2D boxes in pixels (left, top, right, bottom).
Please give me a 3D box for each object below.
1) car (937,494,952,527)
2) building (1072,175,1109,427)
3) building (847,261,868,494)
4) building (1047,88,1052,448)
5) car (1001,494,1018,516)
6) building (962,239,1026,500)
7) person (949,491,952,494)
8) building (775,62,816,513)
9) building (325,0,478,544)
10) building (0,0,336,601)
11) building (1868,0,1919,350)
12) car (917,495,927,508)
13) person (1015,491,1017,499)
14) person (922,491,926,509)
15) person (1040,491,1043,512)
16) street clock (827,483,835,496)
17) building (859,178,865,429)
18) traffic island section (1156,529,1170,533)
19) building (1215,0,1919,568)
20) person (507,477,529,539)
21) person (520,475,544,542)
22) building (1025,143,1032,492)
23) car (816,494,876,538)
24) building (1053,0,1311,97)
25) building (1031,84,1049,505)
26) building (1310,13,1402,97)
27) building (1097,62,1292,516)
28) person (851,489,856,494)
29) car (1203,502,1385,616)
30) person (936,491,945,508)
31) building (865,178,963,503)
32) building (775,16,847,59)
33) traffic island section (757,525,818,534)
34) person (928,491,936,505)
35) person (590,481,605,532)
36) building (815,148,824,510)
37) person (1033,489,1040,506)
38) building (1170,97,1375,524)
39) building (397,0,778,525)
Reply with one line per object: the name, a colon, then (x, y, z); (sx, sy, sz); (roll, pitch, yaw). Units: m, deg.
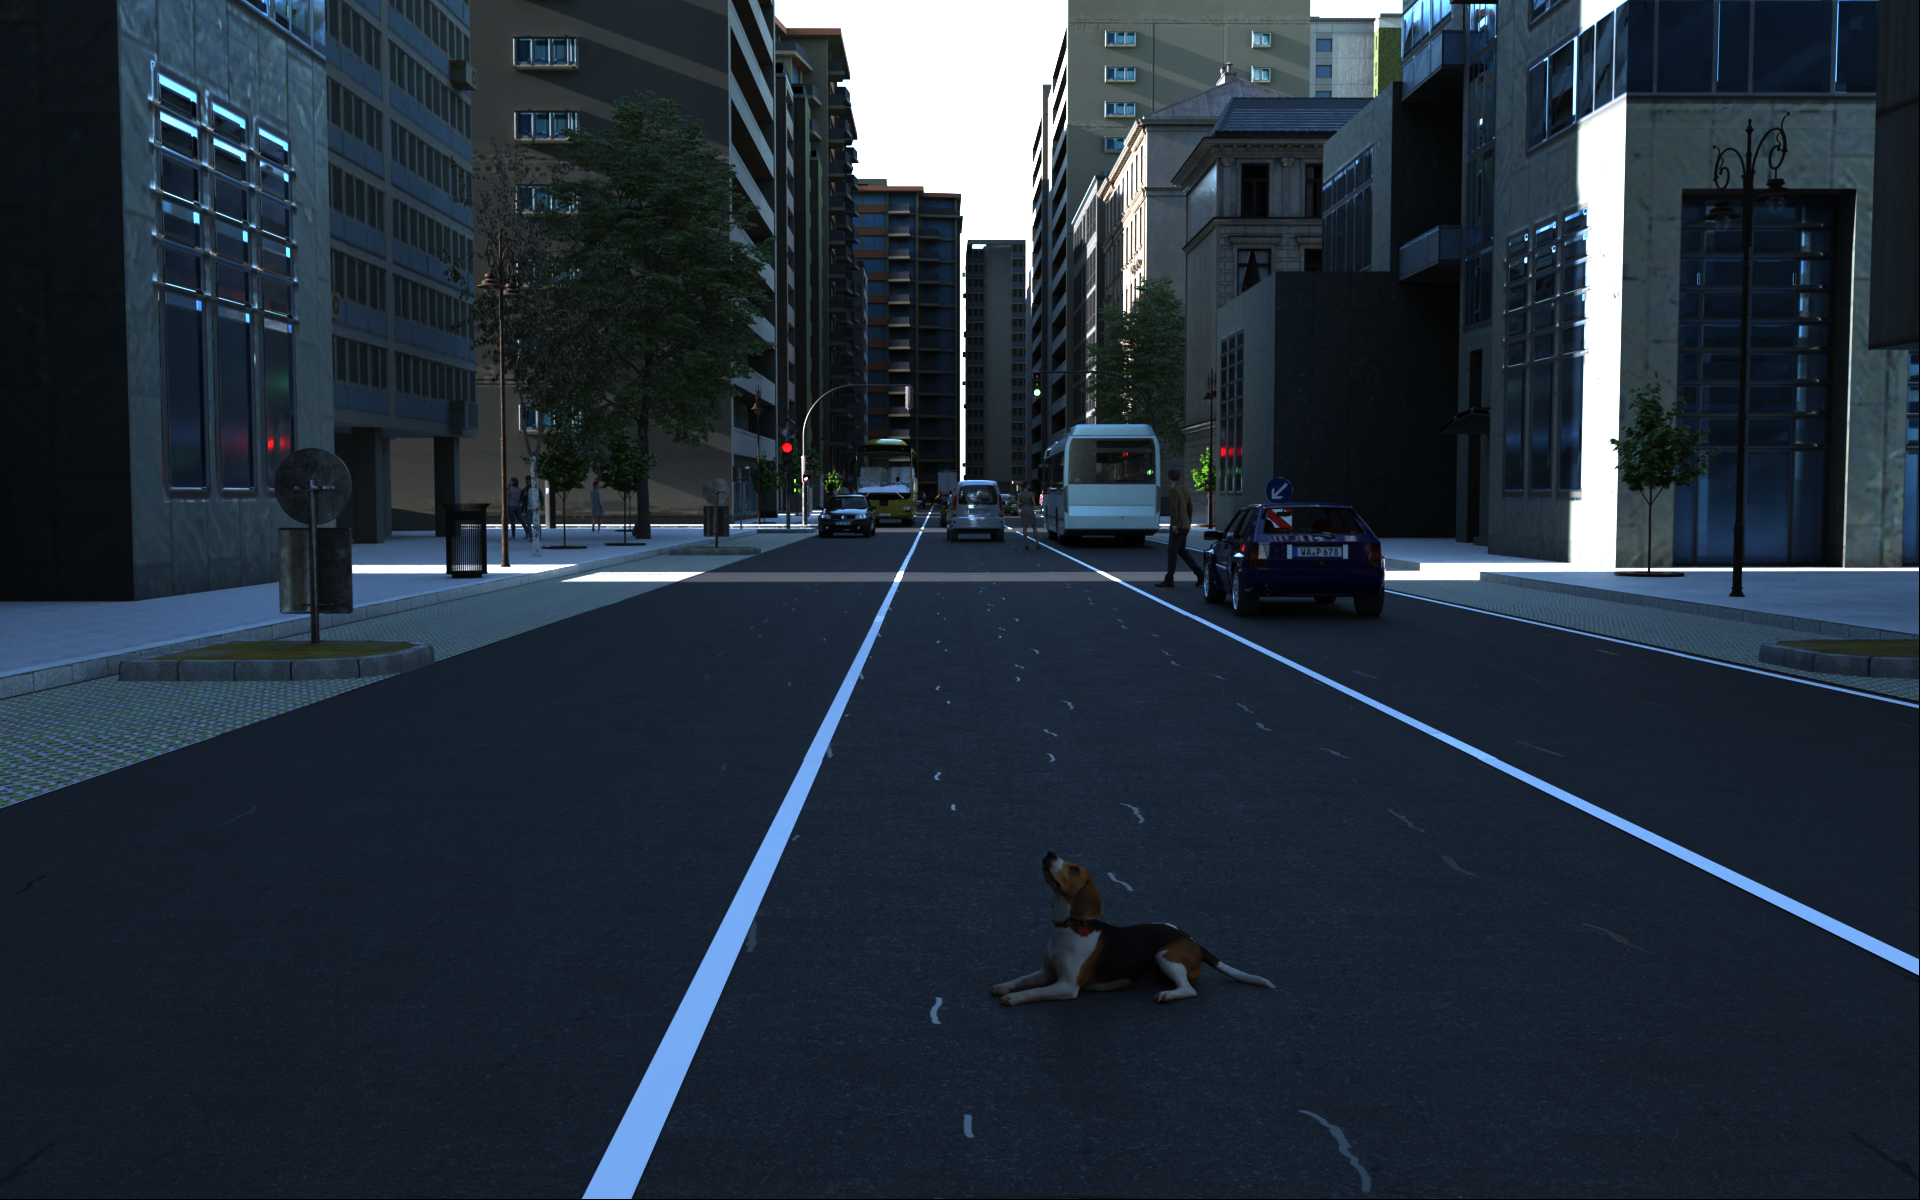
car: (0.063, -3.945, 76.292); (2.131, 1.459, 4.920); (0, 4, -2)
building: (16.676, -20.907, 135.339); (14.314, 27.812, 24.014); (0, 4, -1)
building: (-18.498, -27.115, 215.035); (14.107, 30.474, 14.160); (0, 4, -1)
building: (16.397, -32.356, 179.129); (14.600, 45.320, 14.200); (0, 4, -1)
car: (2.836, -6.231, 113.670); (2.131, 1.459, 4.920); (0, 4, -1)
building: (12.403, -33.976, 247.396); (23.993, 40.220, 32.217); (0, 4, -1)
person: (-0.930, -8.789, 152.881); (0.721, 1.739, 1.217); (1, 4, 16)
building: (-17.536, -21.090, 116.517); (14.160, 30.474, 14.107); (0, 4, -1)
building: (-26.295, -21.631, 45.541); (23.993, 40.220, 32.217); (0, 4, -1)
building: (-18.930, -42.618, 9.476); (22.319, 86.520, 31.000); (0, 4, -1)
building: (16.364, -20.196, 13.802); (14.154, 41.232, 14.086); (0, 4, -1)
car: (-4.263, -9.671, 170.693); (1.945, 1.354, 3.894); (0, 4, -2)
person: (7.303, -13.195, 222.503); (0.721, 1.735, 1.217); (1, 4, 20)
person: (-3.461, -9.450, 163.942); (0.436, 1.711, 0.756); (1, 4, 8)
person: (6.068, -7.111, 125.595); (0.563, 1.720, 0.643); (0, 4, 3)
street clock: (-8.672, -6.831, 116.260); (0.471, 2.002, 0.358); (2, 4, 29)
building: (-22.449, -32.749, 190.071); (22.147, 44.769, 28.867); (0, 4, -1)
traffic island section: (7.173, -2.564, 64.209); (2.009, 0.180, 2.903); (0, 4, -1)
building: (20.330, -44.666, 42.956); (22.319, 86.520, 31.000); (0, 4, -1)
person: (-12.517, -2.592, 49.017); (0.643, 1.750, 0.593); (2, 4, 29)
person: (-11.491, -2.453, 46.495); (0.623, 1.781, 0.721); (-1, 4, -19)
building: (15.397, -34.541, 214.852); (14.600, 45.320, 14.200); (0, 4, -1)
car: (-3.787, -2.970, 58.345); (2.009, 1.686, 4.222); (0, 4, 1)
building: (19.826, -32.875, 161.204); (21.300, 48.544, 21.600); (0, 4, -1)
building: (19.346, -35.060, 196.934); (21.300, 48.544, 21.600); (0, 4, -1)
building: (50.175, -40.972, 211.891); (28.212, 58.520, 21.231); (0, 4, -1)
building: (16.046, -19.178, 110.830); (12.463, 27.353, 25.104); (0, 4, -1)
person: (-7.382, -6.910, 121.667); (0.473, 1.802, 0.592); (-2, 4, -29)
car: (4.091, -0.555, 21.657); (1.945, 1.354, 3.894); (0, 4, 0)
person: (-2.020, -10.278, 177.262); (1.217, 1.743, 0.721); (3, 5, 40)
building: (-14.087, -35.984, 242.966); (28.867, 44.769, 22.147); (0, 4, -1)
building: (-21.459, -30.987, 161.268); (22.147, 44.769, 28.867); (0, 4, -1)
traffic island section: (-6.367, -2.555, 64.049); (2.009, 0.180, 2.903); (0, 4, -1)
person: (-3.563, -13.125, 223.234); (1.348, 1.807, 0.705); (-3, 5, -41)
person: (-12.198, -3.143, 58.178); (0.466, 1.731, 0.760); (0, 4, -4)
building: (-18.451, -22.439, 138.574); (14.160, 30.474, 14.107); (0, 4, -1)
person: (7.958, -10.861, 183.719); (1.348, 1.812, 0.705); (-1, 4, -21)
building: (19.814, -13.083, 78.539); (19.286, 19.102, 10.561); (0, 4, -1)
building: (-20.382, -28.022, 81.856); (21.300, 48.544, 21.600); (0, 4, -1)
